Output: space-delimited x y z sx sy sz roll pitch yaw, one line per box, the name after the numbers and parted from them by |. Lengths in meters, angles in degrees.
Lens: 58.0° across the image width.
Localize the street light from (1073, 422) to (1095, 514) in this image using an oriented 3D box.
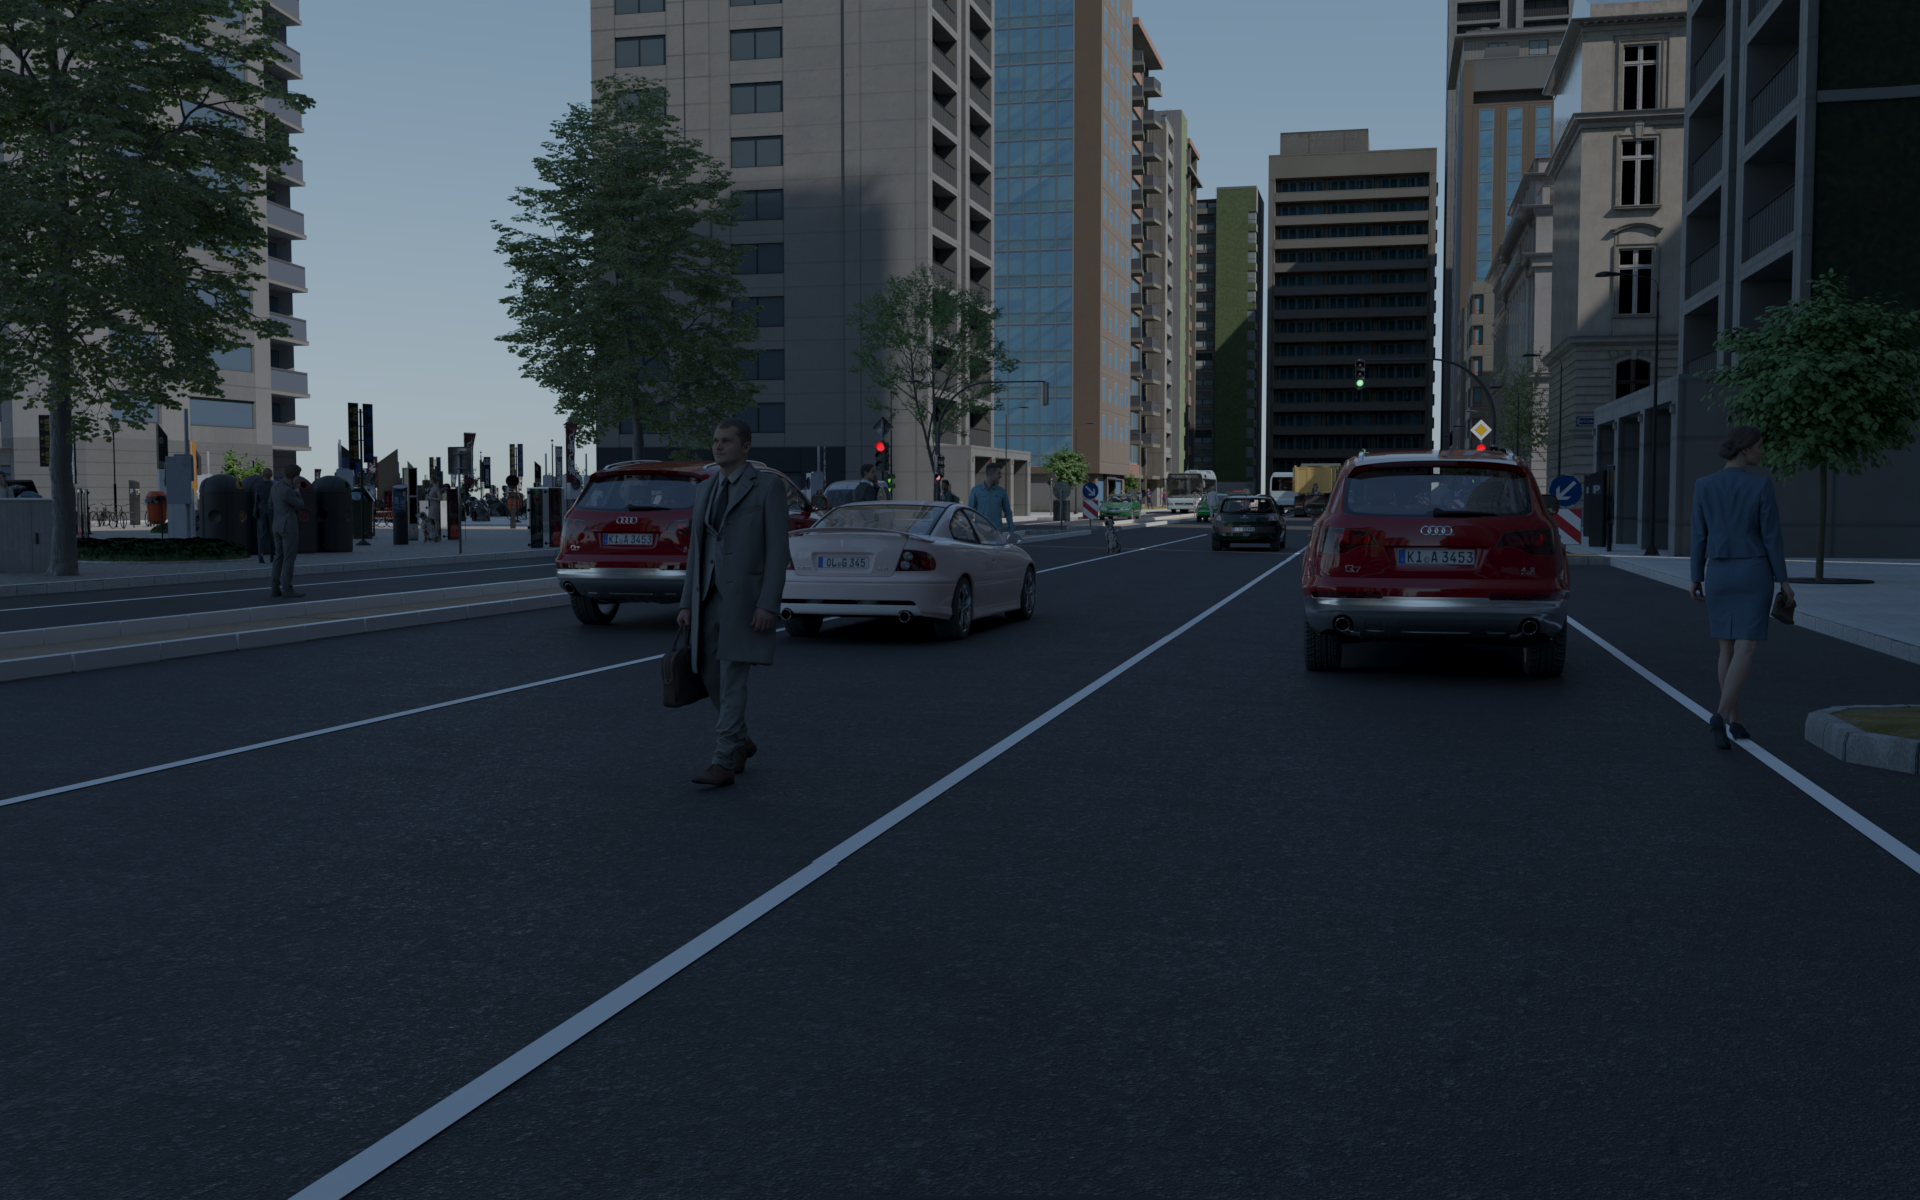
8.057 -8.548 112.305 1.470 5.913 1.316 1 4 14 | street light

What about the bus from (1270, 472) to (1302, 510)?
29.473 -9.733 153.999 2.948 3.499 13.247 1 4 15 | bus

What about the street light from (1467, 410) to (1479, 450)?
28.704 -7.536 95.755 1.470 5.913 1.316 1 4 14 | street light

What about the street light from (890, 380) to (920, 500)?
-2.286 -5.995 70.555 1.470 5.913 1.316 1 4 14 | street light

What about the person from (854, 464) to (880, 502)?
-1.367 -1.168 26.959 0.474 1.900 0.648 -3 4 -36 | person

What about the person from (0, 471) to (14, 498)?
-17.319 -1.484 31.313 0.512 1.701 0.522 0 4 2 | person

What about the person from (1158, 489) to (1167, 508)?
19.256 -9.590 163.524 1.217 1.739 0.721 0 4 7 | person

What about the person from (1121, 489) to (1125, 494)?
10.596 -6.358 112.996 0.362 1.759 0.519 -3 5 -41 | person

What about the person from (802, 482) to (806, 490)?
-6.654 -4.244 75.414 0.713 1.824 0.794 3 4 38 | person

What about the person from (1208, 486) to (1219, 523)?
12.640 -4.773 86.409 0.514 1.842 0.818 0 4 -4 | person

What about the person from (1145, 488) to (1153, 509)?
15.901 -8.489 145.286 0.683 1.767 0.568 0 4 5 | person

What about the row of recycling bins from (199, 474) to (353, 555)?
-14.619 -1.831 37.052 1.069 1.692 3.534 2 4 32 | row of recycling bins

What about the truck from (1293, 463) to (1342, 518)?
22.601 -6.913 108.955 3.469 3.379 9.791 1 4 15 | truck

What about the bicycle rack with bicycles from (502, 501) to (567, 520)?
-21.235 -4.463 86.353 2.925 0.926 2.852 -3 4 -38 | bicycle rack with bicycles

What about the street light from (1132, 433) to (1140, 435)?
13.093 -9.812 132.968 1.470 5.913 1.316 1 4 14 | street light

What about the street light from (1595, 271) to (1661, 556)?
13.922 -3.889 36.127 1.470 5.913 1.316 1 4 14 | street light

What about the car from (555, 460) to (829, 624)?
-2.847 -0.716 20.383 2.281 1.827 5.304 1 4 13 | car

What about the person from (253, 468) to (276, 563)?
-12.872 -1.579 32.275 0.576 1.772 0.534 -1 4 -22 | person

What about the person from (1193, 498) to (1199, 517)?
14.402 -5.608 105.206 0.505 1.210 0.382 2 4 35 | person

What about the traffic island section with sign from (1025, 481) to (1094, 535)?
3.485 -3.258 61.397 2.006 1.907 1.989 1 4 14 | traffic island section with sign

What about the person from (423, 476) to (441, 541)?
-14.313 -2.483 46.976 0.374 1.781 0.599 -3 4 -39 | person

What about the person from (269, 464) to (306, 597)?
-9.356 -0.969 24.146 0.655 1.846 0.447 3 4 39 | person

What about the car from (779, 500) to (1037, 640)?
-0.473 -0.380 18.569 2.083 1.381 4.827 1 4 16 | car

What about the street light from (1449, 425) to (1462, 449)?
34.008 -8.844 117.147 1.470 5.913 1.316 1 4 14 | street light

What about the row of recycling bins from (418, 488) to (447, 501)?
-33.328 -6.344 110.829 1.069 1.692 3.534 3 5 40 | row of recycling bins

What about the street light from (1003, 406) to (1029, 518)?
2.969 -7.285 91.655 1.470 5.913 1.316 1 4 14 | street light

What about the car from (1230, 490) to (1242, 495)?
26.591 -9.543 164.700 2.281 1.827 5.304 1 4 12 | car

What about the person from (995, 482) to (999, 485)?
0.761 -1.710 36.271 0.447 1.846 0.655 2 4 25 | person

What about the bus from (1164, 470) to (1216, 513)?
17.470 -8.293 130.458 2.948 3.499 13.247 1 4 13 | bus

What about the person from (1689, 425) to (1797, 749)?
4.402 -0.083 9.887 0.654 1.822 0.581 -2 4 -33 | person

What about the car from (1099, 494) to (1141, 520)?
8.907 -5.159 96.148 2.131 1.459 4.920 1 4 14 | car

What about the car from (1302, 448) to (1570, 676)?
4.157 -0.408 15.342 2.281 1.827 5.304 1 4 14 | car

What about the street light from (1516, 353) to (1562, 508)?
19.222 -5.175 57.148 1.470 5.913 1.316 1 4 14 | street light

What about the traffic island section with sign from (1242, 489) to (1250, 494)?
23.299 -8.159 141.538 2.006 1.907 1.989 1 4 14 | traffic island section with sign

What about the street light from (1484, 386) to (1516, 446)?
23.333 -6.221 74.259 1.470 5.913 1.316 1 4 14 | street light

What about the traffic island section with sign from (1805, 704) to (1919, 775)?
5.806 -0.049 9.430 1.989 1.847 2.006 1 4 14 | traffic island section with sign

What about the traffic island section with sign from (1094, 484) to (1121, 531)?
5.273 -3.697 68.586 2.006 1.907 1.989 1 4 14 | traffic island section with sign

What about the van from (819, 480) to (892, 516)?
-3.142 -2.624 49.920 2.013 2.044 4.112 1 4 13 | van

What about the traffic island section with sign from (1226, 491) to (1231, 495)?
30.327 -11.420 195.345 1.989 1.847 2.006 1 4 14 | traffic island section with sign

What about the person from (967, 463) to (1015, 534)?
0.401 -0.874 22.651 0.638 1.841 0.748 0 4 6 | person

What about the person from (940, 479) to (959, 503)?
-0.371 -2.336 46.686 0.713 1.824 0.794 1 4 10 | person

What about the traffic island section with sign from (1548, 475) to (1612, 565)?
12.377 -1.672 35.957 1.989 1.847 2.006 1 4 14 | traffic island section with sign

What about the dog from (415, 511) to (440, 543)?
-14.035 -1.933 45.979 0.800 0.831 0.513 3 5 45 | dog

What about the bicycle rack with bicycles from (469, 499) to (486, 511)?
-32.906 -6.365 117.444 2.925 0.926 2.852 1 4 11 | bicycle rack with bicycles

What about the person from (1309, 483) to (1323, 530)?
11.759 -2.945 56.928 0.520 1.790 0.573 -1 4 -15 | person

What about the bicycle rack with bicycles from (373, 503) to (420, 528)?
-21.990 -3.280 67.013 2.925 0.926 2.852 -2 4 -29 | bicycle rack with bicycles

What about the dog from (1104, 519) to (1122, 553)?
3.683 -1.553 42.222 0.513 0.831 0.800 1 4 17 | dog

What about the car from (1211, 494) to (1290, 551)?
7.523 -2.149 44.923 2.009 1.686 4.222 1 4 13 | car

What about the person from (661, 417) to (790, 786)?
-1.183 -0.004 8.662 0.694 1.812 0.767 2 4 30 | person

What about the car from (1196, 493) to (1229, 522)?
13.292 -4.936 89.503 1.959 1.807 4.718 1 4 15 | car

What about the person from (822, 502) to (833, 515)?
-2.221 -1.051 29.931 0.590 1.304 0.306 -2 4 -28 | person
